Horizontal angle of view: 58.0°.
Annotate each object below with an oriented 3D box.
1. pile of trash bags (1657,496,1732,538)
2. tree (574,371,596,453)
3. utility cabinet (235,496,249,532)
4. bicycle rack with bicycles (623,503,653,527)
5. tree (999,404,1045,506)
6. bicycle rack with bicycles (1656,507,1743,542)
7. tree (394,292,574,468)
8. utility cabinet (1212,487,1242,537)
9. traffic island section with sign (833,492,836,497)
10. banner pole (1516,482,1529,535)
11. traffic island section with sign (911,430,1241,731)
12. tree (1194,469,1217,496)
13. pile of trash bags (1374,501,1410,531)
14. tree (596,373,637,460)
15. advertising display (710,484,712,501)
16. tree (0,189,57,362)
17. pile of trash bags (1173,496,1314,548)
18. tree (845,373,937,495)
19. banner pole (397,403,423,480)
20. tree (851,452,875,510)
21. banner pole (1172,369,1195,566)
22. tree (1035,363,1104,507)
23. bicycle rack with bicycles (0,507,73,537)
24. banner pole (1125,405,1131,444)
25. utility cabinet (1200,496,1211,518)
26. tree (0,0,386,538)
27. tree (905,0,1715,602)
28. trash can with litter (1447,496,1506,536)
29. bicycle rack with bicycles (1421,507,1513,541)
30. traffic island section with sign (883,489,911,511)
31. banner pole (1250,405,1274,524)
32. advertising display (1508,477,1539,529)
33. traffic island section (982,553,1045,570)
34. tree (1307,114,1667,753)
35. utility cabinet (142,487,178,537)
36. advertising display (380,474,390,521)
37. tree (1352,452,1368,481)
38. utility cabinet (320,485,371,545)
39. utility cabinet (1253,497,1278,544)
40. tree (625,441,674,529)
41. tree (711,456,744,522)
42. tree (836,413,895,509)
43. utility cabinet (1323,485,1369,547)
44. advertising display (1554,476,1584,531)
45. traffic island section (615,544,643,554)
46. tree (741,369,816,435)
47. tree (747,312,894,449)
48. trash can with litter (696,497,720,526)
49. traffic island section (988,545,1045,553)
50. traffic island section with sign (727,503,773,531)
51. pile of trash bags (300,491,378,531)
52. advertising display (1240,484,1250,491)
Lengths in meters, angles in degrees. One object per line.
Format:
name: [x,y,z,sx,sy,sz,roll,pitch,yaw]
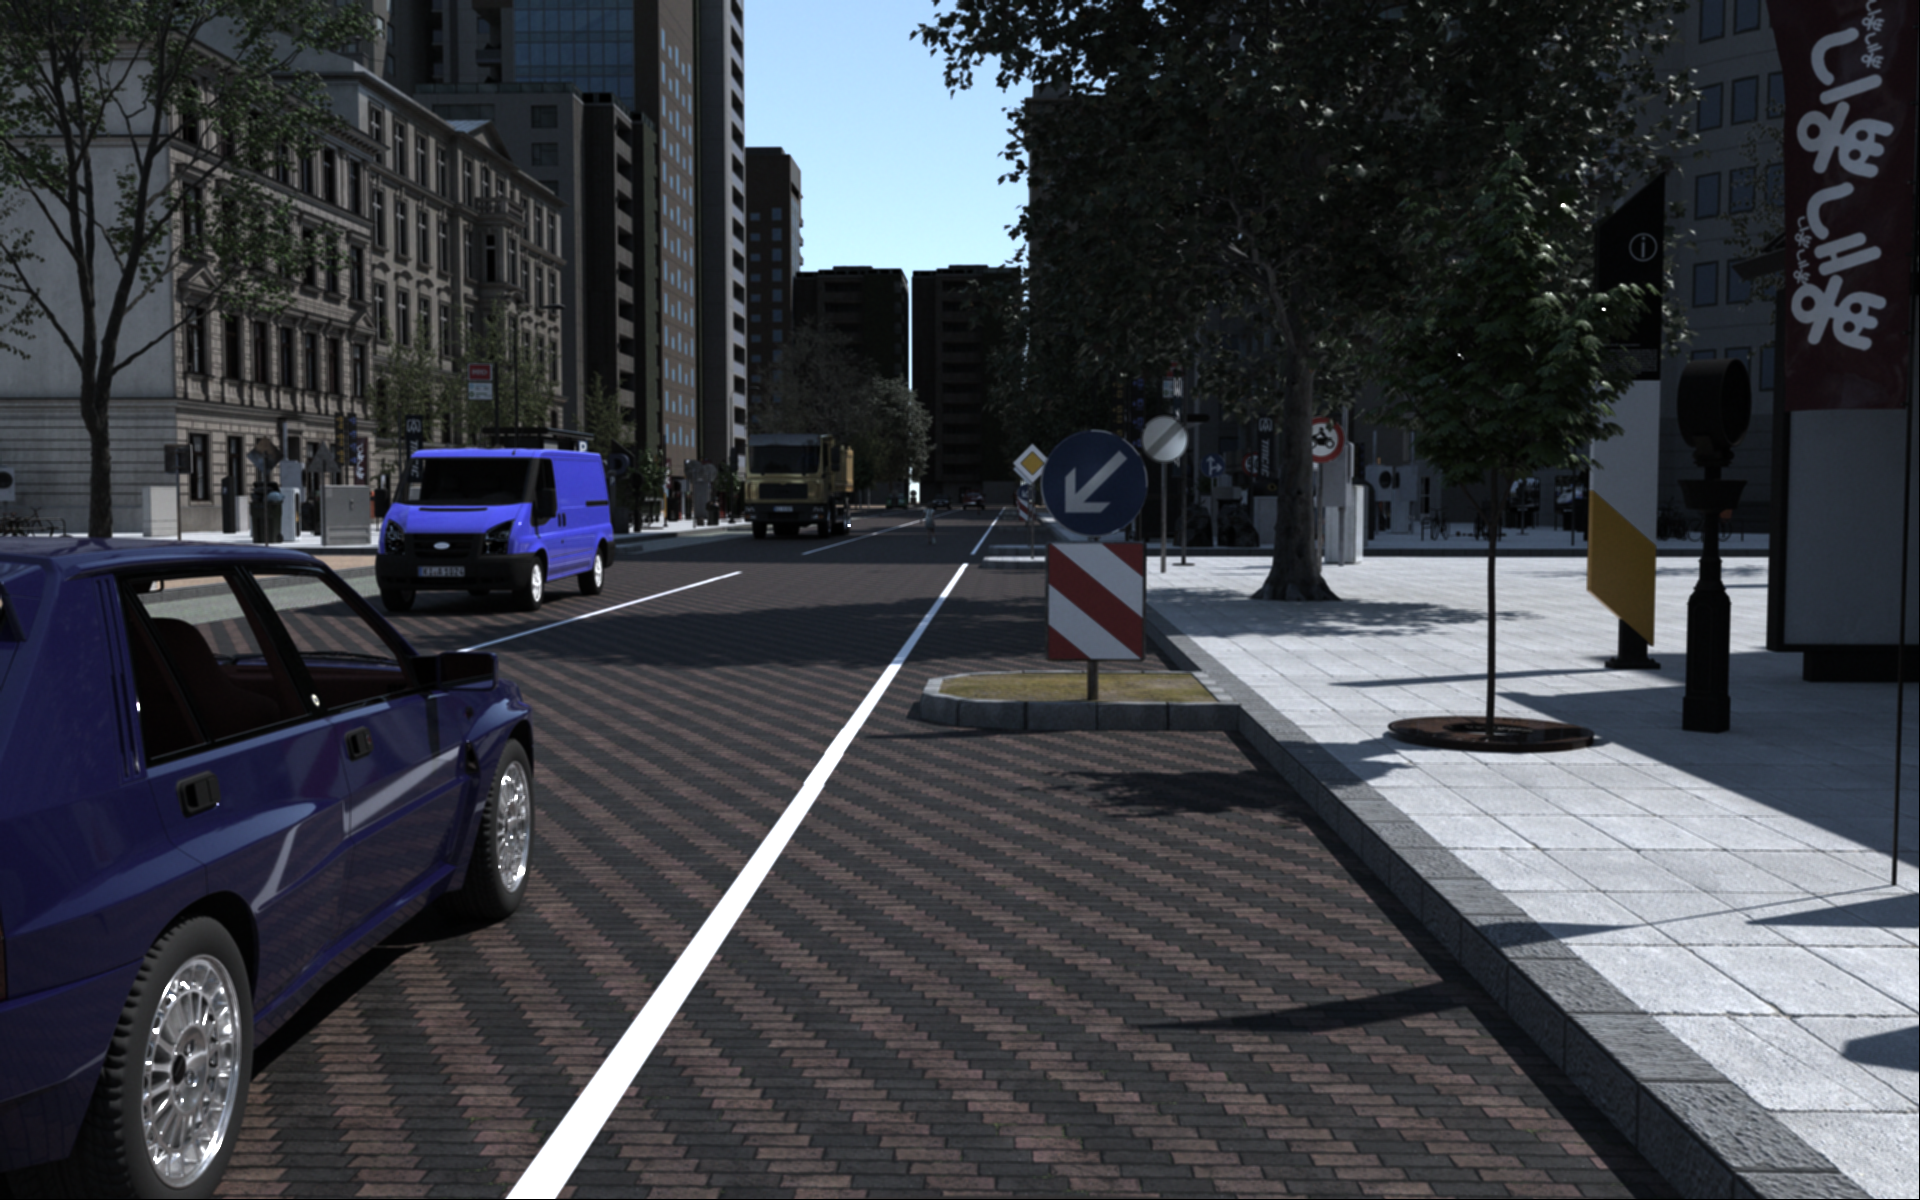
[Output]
pile of trash bags: [21.097,-2.543,51.330,3.447,1.369,1.912,2,4,31]
tree: [-19.433,-7.696,76.198,4.737,8.622,4.395,0,3,0]
utility cabinet: [-24.698,-2.948,59.355,0.306,1.237,1.020,0,4,-6]
bicycle rack with bicycles: [-13.444,-3.299,67.323,2.925,0.926,2.852,-1,4,-8]
tree: [8.882,-17.065,185.675,9.857,13.997,8.962,0,3,0]
bicycle rack with bicycles: [19.915,-2.088,47.517,2.925,0.926,2.852,-2,4,-31]
tree: [-17.457,-6.944,63.890,4.737,8.622,4.395,0,3,0]
utility cabinet: [7.886,-2.596,51.130,0.318,1.500,1.173,-1,4,-21]
traffic island section with sign: [-7.047,-5.227,94.087,1.989,1.847,2.006,0,4,2]
banner pole: [17.752,-3.943,54.478,0.401,3.779,0.863,1,4,12]
traffic island section with sign: [0.747,-0.174,11.465,1.989,1.847,2.006,0,4,2]
tree: [15.660,-7.001,109.074,1.663,3.219,1.824,0,3,0]
pile of trash bags: [14.930,-3.161,61.438,1.912,1.369,3.447,0,4,6]
tree: [-21.094,-9.365,103.485,4.737,8.622,4.395,0,3,0]
advertising display: [-15.552,-6.270,107.734,0.123,1.923,0.974,0,4,1]
tree: [-18.807,-4.943,31.186,4.360,8.622,3.978,0,3,0]
pile of trash bags: [6.899,-1.987,42.243,3.447,1.369,1.912,1,4,10]
tree: [-7.332,-16.778,180.979,9.857,13.997,8.962,0,3,0]
banner pole: [-15.277,-3.547,48.013,0.863,3.779,0.401,-2,4,-31]
tree: [-8.148,-9.321,136.114,4.285,4.588,4.351,0,3,0]
banner pole: [3.920,-2.498,30.854,0.401,3.779,0.863,2,4,27]
tree: [5.514,-8.494,89.238,4.737,8.622,4.395,0,3,0]
bicycle rack with bicycles: [-26.212,-2.090,47.556,2.852,0.926,2.925,2,4,27]
banner pole: [4.167,-3.223,42.709,0.863,3.779,0.401,-1,4,-9]
utility cabinet: [8.424,-2.878,58.210,0.306,1.237,1.020,-1,4,-16]
tree: [-11.929,-5.999,23.837,9.928,11.665,9.643,0,3,0]
tree: [4.156,-6.339,20.656,9.611,12.733,9.660,0,3,0]
trash can with litter: [15.777,-2.559,52.899,2.233,1.210,1.678,-1,4,-14]
bicycle rack with bicycles: [14.074,-2.130,48.212,2.852,0.926,2.925,2,4,24]
traffic island section with sign: [-5.430,-8.398,145.927,1.989,1.847,2.006,0,4,2]
banner pole: [8.184,-3.503,47.287,0.863,3.779,0.401,-1,4,-11]
advertising display: [20.786,-3.599,64.062,0.974,1.923,0.123,0,4,5]
traffic island section: [1.451,-0.732,34.246,2.009,0.180,2.903,0,4,2]
tree: [2.807,-0.873,8.870,1.663,3.219,1.824,0,3,0]
utility cabinet: [-23.996,-2.645,51.925,0.318,1.500,1.173,1,4,13]
advertising display: [-18.347,-3.063,55.291,0.123,1.923,0.974,-2,4,-27]
tree: [21.804,-7.120,100.123,4.285,4.588,4.351,0,3,0]
utility cabinet: [-15.361,-2.119,43.318,0.318,1.500,1.173,3,5,44]
utility cabinet: [8.027,-2.028,44.319,1.020,1.237,0.306,-1,4,-20]
tree: [-11.556,-4.221,63.608,1.663,3.219,1.824,0,3,0]
tree: [-10.643,-5.287,81.040,1.663,3.219,1.824,0,3,0]
tree: [-8.827,-12.356,152.384,4.737,8.622,4.395,0,3,0]
utility cabinet: [9.285,-2.036,41.973,1.173,1.500,0.318,2,4,34]
advertising display: [21.252,-3.377,60.434,0.974,1.923,0.123,1,4,14]
traffic island section: [-8.987,-1.241,42.564,2.009,0.180,2.903,0,4,2]
tree: [-10.439,-9.270,101.920,4.360,8.622,3.978,0,3,0]
tree: [-9.323,-12.631,116.885,12.009,13.543,11.850,0,3,0]
trash can with litter: [-10.251,-3.593,70.133,1.055,1.170,0.624,0,4,4]
traffic island section: [1.699,-1.220,42.227,2.009,0.180,2.903,0,4,2]
traffic island section with sign: [-7.893,-3.579,67.145,1.989,1.847,2.006,0,4,2]
pile of trash bags: [-21.400,-3.068,59.910,3.447,1.369,1.912,2,4,25]
advertising display: [18.274,-6.436,110.443,0.974,1.923,0.123,3,5,44]
